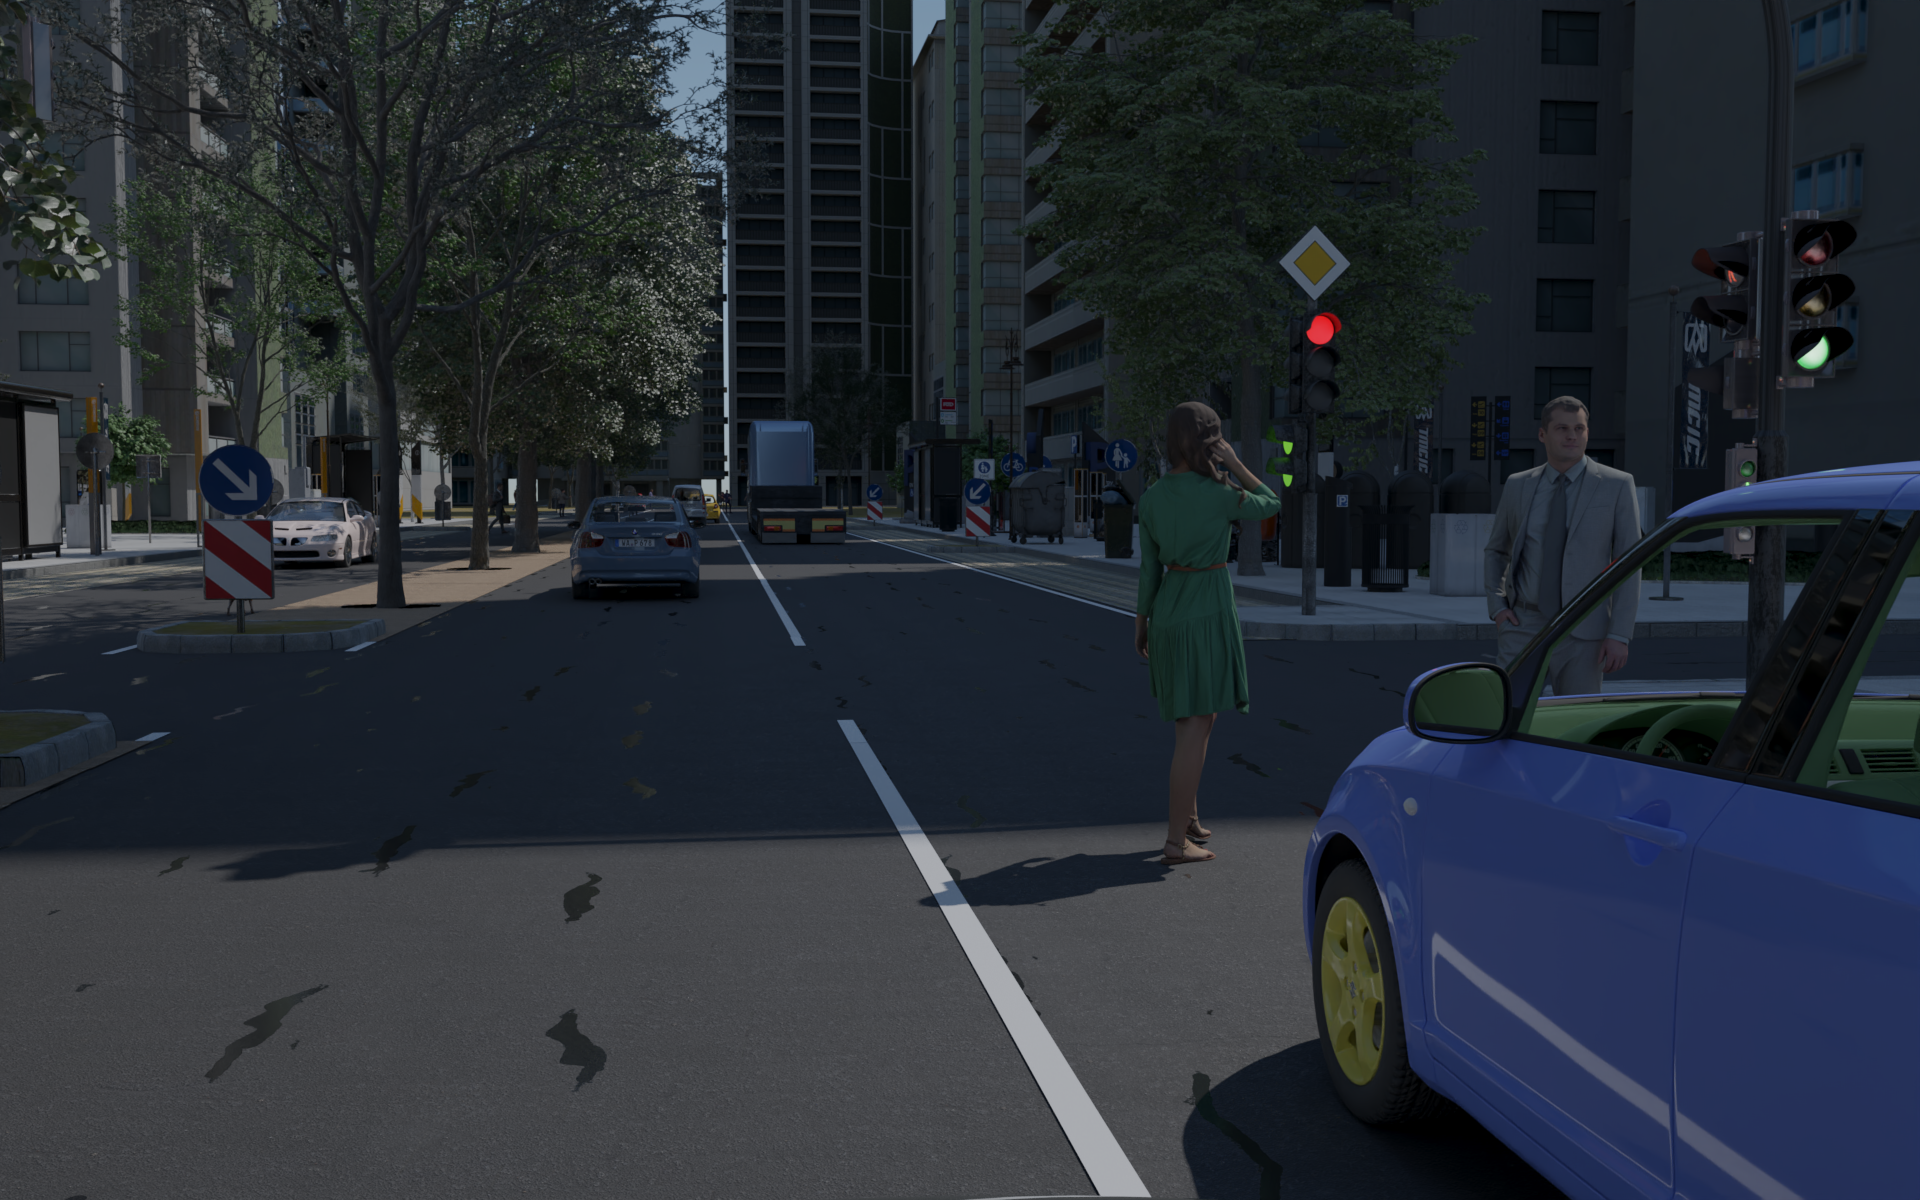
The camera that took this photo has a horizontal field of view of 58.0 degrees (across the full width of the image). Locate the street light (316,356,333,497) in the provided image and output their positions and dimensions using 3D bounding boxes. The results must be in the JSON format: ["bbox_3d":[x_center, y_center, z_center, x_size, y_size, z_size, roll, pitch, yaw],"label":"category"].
[{"bbox_3d":[-21.282,-5.233,58.347,0.468,5.910,1.993,-1,4,-8],"label":"street light"}]

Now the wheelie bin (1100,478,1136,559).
[{"bbox_3d":[3.164,-1.635,34.646,0.693,1.594,0.980,1,4,9],"label":"wheelie bin"}]

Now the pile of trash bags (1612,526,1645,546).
[{"bbox_3d":[14.310,-1.680,37.224,3.447,1.369,1.912,1,4,12],"label":"pile of trash bags"}]

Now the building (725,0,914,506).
[{"bbox_3d":[-15.563,-46.140,192.642,20.611,71.187,20.563,-1,4,-8],"label":"building"}]

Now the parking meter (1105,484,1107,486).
[{"bbox_3d":[3.830,-2.150,43.559,0.372,1.533,0.369,0,3,0],"label":"parking meter"}]

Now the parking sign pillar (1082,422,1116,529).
[{"bbox_3d":[5.203,-4.674,64.887,1.447,3.967,1.447,-2,4,-33],"label":"parking sign pillar"}]

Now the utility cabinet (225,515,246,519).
[{"bbox_3d":[-26.404,-3.191,63.330,1.020,1.237,0.306,1,4,21],"label":"utility cabinet"}]

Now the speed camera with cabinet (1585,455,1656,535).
[{"bbox_3d":[15.164,-2.826,40.534,2.038,3.252,0.660,3,5,42],"label":"speed camera with cabinet"}]

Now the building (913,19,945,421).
[{"bbox_3d":[8.221,-37.400,200.723,27.495,52.752,28.713,-1,4,-8],"label":"building"}]

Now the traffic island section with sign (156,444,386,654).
[{"bbox_3d":[-6.718,-0.513,16.530,2.006,1.907,1.989,-1,4,-8],"label":"traffic island section with sign"}]

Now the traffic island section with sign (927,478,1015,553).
[{"bbox_3d":[0.212,-2.086,42.733,1.989,1.847,2.006,-1,4,-8],"label":"traffic island section with sign"}]

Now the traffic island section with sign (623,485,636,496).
[{"bbox_3d":[-17.386,-5.063,90.910,2.006,1.907,1.989,-1,4,-8],"label":"traffic island section with sign"}]

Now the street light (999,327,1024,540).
[{"bbox_3d":[1.431,-4.615,48.251,0.468,5.910,1.993,-1,4,-8],"label":"street light"}]

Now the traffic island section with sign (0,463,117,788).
[{"bbox_3d":[-5.676,-0.065,9.196,2.006,1.907,1.989,-1,4,-8],"label":"traffic island section with sign"}]

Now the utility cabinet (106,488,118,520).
[{"bbox_3d":[-31.304,-3.327,63.069,1.173,1.500,0.318,1,4,11],"label":"utility cabinet"}]

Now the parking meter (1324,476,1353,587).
[{"bbox_3d":[5.245,-0.955,24.023,0.372,1.533,0.369,0,3,0],"label":"parking meter"}]

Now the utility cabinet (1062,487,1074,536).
[{"bbox_3d":[2.981,-2.683,52.547,0.318,1.500,1.173,-3,4,-38],"label":"utility cabinet"}]

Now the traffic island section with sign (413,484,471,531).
[{"bbox_3d":[-20.170,-3.602,67.527,1.989,1.847,2.006,-1,4,-8],"label":"traffic island section with sign"}]

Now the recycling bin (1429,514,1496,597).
[{"bbox_3d":[6.410,-0.575,21.951,0.722,1.027,0.722,0,4,-2],"label":"recycling bin"}]

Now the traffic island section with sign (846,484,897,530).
[{"bbox_3d":[-3.602,-3.718,69.418,1.989,1.847,2.006,-1,4,-8],"label":"traffic island section with sign"}]

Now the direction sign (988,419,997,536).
[{"bbox_3d":[0.931,-3.712,52.682,0.379,3.537,0.876,0,4,8],"label":"direction sign"}]

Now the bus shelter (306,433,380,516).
[{"bbox_3d":[-24.735,-4.795,69.685,1.731,3.624,6.357,0,4,-8],"label":"bus shelter"}]

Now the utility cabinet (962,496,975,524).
[{"bbox_3d":[0.489,-3.846,74.051,0.306,1.237,1.020,3,5,44],"label":"utility cabinet"}]

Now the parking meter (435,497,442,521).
[{"bbox_3d":[-24.944,-4.563,83.015,0.372,1.533,0.369,0,3,0],"label":"parking meter"}]

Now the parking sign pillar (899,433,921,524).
[{"bbox_3d":[-1.924,-5.315,75.380,1.447,3.967,1.447,-2,4,-33],"label":"parking sign pillar"}]

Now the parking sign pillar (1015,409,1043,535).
[{"bbox_3d":[2.363,-4.025,54.281,1.447,3.967,1.447,0,4,6],"label":"parking sign pillar"}]

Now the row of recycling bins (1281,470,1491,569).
[{"bbox_3d":[7.355,-1.398,29.965,3.534,1.692,1.069,1,4,8],"label":"row of recycling bins"}]

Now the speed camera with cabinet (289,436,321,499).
[{"bbox_3d":[-22.766,-4.027,60.179,0.660,3.252,2.038,0,4,-6],"label":"speed camera with cabinet"}]

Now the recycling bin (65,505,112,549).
[{"bbox_3d":[-20.710,-1.750,41.164,0.722,1.027,0.722,0,4,7],"label":"recycling bin"}]

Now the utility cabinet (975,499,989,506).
[{"bbox_3d":[0.987,-3.827,71.258,0.318,1.500,1.173,2,4,25],"label":"utility cabinet"}]

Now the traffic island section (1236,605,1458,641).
[{"bbox_3d":[3.718,0.240,18.362,2.009,0.180,2.903,-1,4,-8],"label":"traffic island section"}]

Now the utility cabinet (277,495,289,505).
[{"bbox_3d":[-30.043,-4.011,76.739,0.306,1.237,1.020,1,4,17],"label":"utility cabinet"}]

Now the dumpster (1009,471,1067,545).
[{"bbox_3d":[2.013,-2.378,44.638,1.264,1.857,1.865,0,4,-8],"label":"dumpster"}]

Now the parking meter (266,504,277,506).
[{"bbox_3d":[-19.673,-2.518,49.579,0.372,1.533,0.369,0,3,0],"label":"parking meter"}]

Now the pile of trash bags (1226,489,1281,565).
[{"bbox_3d":[5.185,-1.393,32.526,1.912,1.369,3.447,-1,4,-13],"label":"pile of trash bags"}]

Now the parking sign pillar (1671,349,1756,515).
[{"bbox_3d":[12.832,-2.514,29.578,1.447,3.967,1.447,1,4,11],"label":"parking sign pillar"}]

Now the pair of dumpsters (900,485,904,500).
[{"bbox_3d":[-1.836,-4.896,82.535,1.574,2.255,4.437,0,4,-8],"label":"pair of dumpsters"}]

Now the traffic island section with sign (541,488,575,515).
[{"bbox_3d":[-27.310,-6.650,117.361,1.989,1.847,2.006,-1,4,-8],"label":"traffic island section with sign"}]

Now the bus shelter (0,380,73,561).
[{"bbox_3d":[-18.401,-3.238,30.579,2.179,5.291,8.768,0,4,-8],"label":"bus shelter"}]

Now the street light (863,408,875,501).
[{"bbox_3d":[-4.811,-7.268,91.624,0.468,5.910,1.993,-1,4,-8],"label":"street light"}]

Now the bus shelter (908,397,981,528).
[{"bbox_3d":[-0.842,-5.613,69.408,2.179,5.291,8.768,0,4,-8],"label":"bus shelter"}]

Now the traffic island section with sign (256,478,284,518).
[{"bbox_3d":[-16.346,-1.970,40.843,1.989,1.847,2.006,-1,4,-8],"label":"traffic island section with sign"}]

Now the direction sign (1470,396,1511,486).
[{"bbox_3d":[12.257,-2.942,40.096,0.876,3.537,0.379,1,4,16],"label":"direction sign"}]

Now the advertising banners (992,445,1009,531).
[{"bbox_3d":[1.427,-3.955,60.858,0.090,3.025,2.074,1,4,19],"label":"advertising banners"}]
